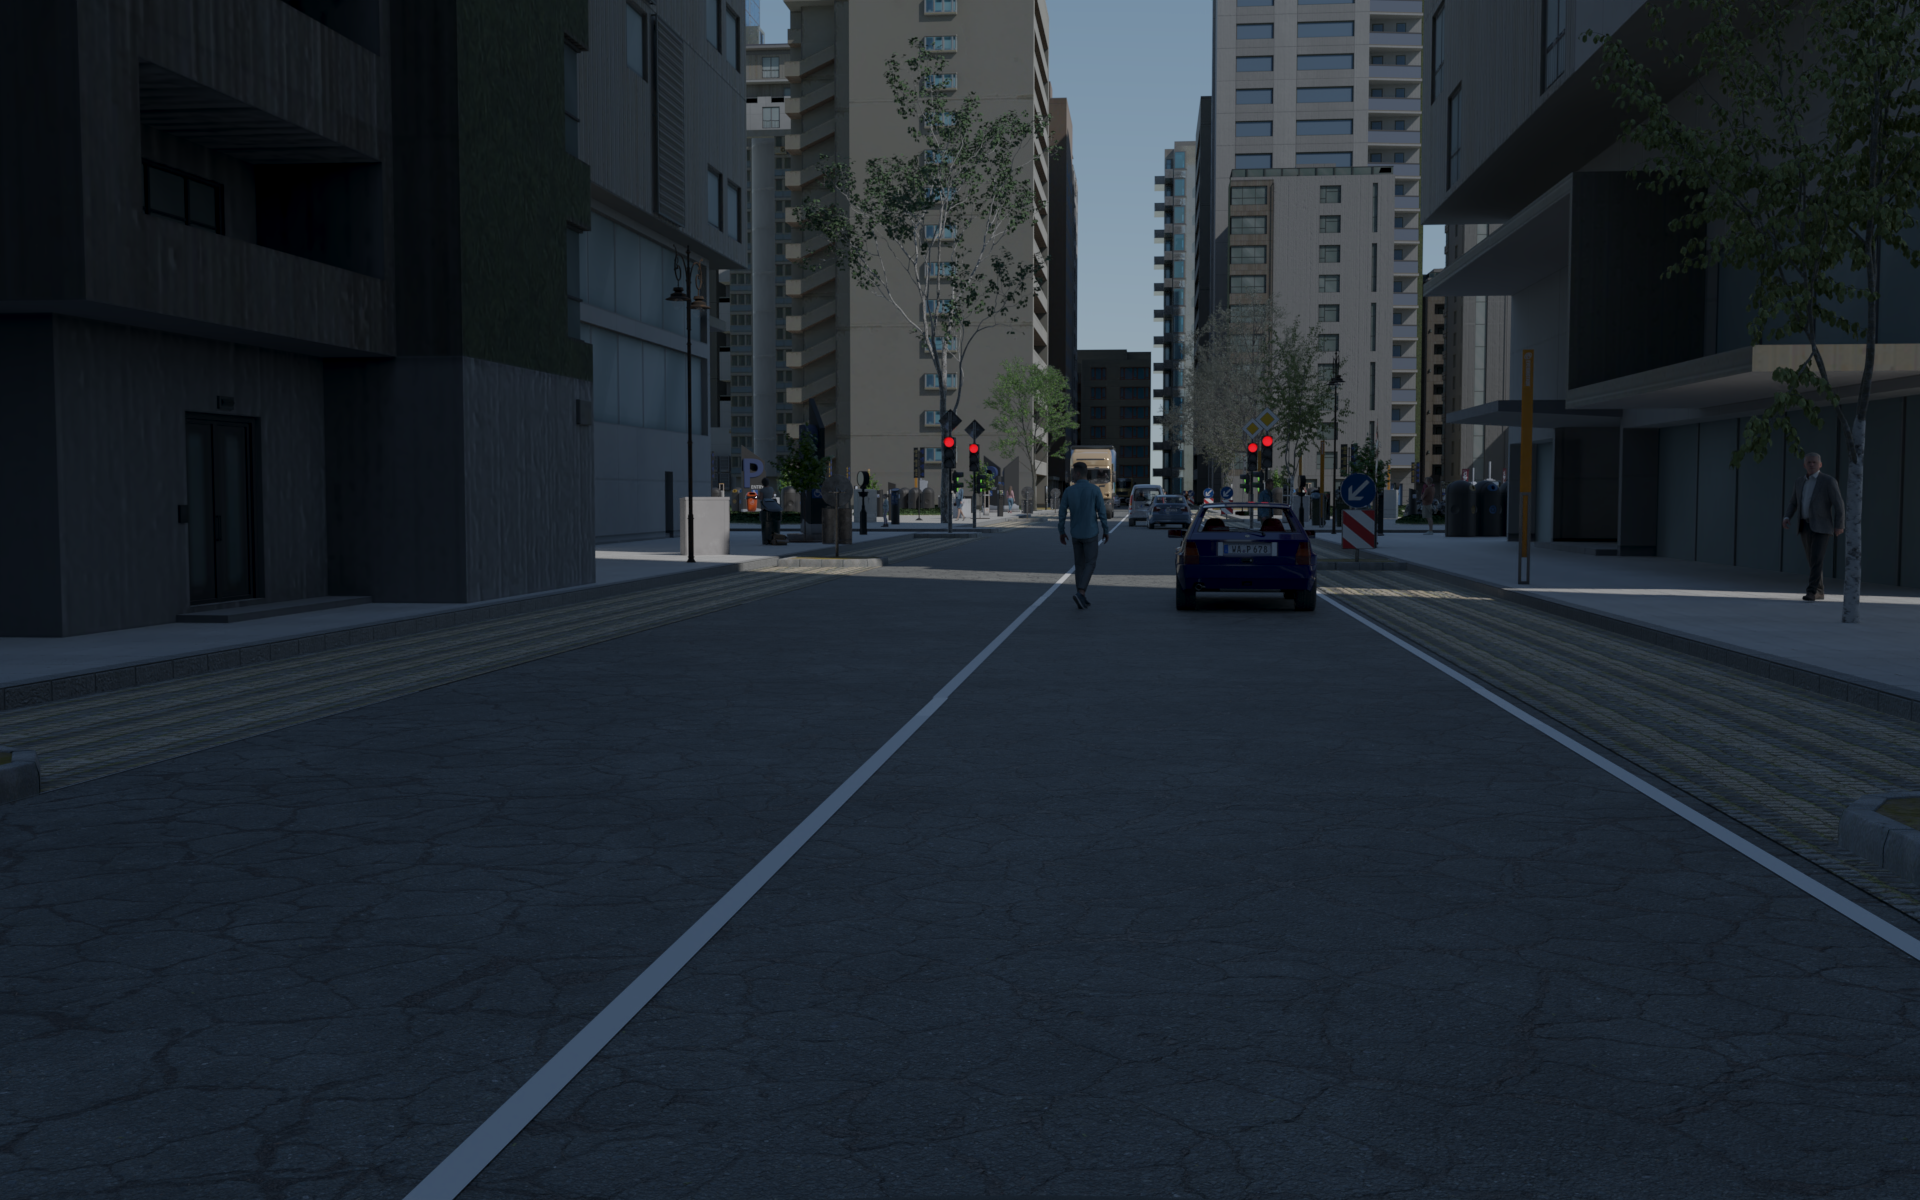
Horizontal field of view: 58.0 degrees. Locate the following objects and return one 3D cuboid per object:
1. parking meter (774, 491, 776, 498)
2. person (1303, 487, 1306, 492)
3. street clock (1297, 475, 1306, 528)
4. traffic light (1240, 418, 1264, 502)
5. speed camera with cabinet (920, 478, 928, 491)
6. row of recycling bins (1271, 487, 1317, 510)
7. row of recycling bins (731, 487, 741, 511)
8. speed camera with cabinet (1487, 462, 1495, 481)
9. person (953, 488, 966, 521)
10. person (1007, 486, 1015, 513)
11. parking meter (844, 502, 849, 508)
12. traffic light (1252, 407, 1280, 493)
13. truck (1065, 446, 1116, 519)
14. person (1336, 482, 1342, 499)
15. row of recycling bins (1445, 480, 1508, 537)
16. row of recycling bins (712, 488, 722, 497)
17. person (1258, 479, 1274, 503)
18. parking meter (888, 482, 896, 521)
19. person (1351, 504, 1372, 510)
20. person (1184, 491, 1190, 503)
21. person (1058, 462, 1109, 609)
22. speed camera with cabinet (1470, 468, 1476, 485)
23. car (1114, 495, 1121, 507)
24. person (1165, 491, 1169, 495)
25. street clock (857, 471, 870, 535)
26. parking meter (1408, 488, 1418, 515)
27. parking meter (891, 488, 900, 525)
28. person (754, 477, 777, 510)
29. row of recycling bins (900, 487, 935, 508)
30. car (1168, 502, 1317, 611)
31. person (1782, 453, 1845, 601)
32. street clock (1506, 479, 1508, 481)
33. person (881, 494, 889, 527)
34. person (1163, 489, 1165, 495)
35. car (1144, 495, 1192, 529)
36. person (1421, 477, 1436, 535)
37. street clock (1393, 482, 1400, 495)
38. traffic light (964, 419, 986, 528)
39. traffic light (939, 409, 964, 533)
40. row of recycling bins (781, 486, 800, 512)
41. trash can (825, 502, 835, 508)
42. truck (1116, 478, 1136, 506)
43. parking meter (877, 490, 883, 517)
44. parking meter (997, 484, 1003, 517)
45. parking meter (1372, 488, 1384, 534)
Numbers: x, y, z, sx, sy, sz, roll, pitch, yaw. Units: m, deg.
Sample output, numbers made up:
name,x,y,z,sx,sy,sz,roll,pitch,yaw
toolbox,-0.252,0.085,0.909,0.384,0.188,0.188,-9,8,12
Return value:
name,x,y,z,sx,sy,sz,roll,pitch,yaw
parking meter,-15.055,-8.057,140.145,0.372,1.533,0.369,0,3,0
person,18.776,-5.415,95.060,0.515,1.767,0.782,1,4,11
street clock,13.088,-3.779,66.353,0.358,2.002,0.471,0,4,-1
traffic light,10.763,-4.588,63.937,0.839,4.253,0.868,0,4,6
speed camera with cabinet,-2.417,-7.256,112.971,0.660,3.252,2.038,0,4,2
row of recycling bins,20.265,-5.977,104.843,3.534,1.692,1.069,-2,4,-31
row of recycling bins,-13.033,-6.077,106.472,1.069,1.692,3.534,-2,4,-31
speed camera with cabinet,32.996,-6.805,105.593,2.038,3.252,0.660,1,4,16
person,0.010,-4.714,83.142,0.654,1.822,0.581,-1,4,-20
person,3.383,-6.687,115.379,0.555,1.821,0.388,1,4,9
parking meter,-8.473,-7.379,129.056,0.372,1.533,0.369,0,3,0
traffic light,9.894,-4.103,55.999,0.839,4.253,0.868,0,4,6
truck,7.889,-6.948,102.511,2.839,4.237,11.283,0,4,6
person,15.189,-3.836,69.113,0.623,1.781,0.721,1,4,14
row of recycling bins,16.226,-2.759,52.222,3.534,1.692,1.069,-1,4,-17
row of recycling bins,-17.363,-6.610,115.188,3.534,1.692,1.069,2,4,28
person,6.959,-1.875,39.508,0.601,1.785,0.444,-3,5,-44
parking meter,-3.255,-4.762,83.562,0.399,1.863,0.255,1,4,9
person,10.955,-2.505,47.339,0.444,1.785,0.601,-1,4,-18
person,19.843,-8.739,152.213,0.721,1.723,1.217,-2,4,-25
person,1.509,-0.825,21.849,0.638,1.841,0.748,2,4,30
speed camera with cabinet,39.210,-8.384,131.422,2.038,3.252,0.660,-3,4,-36
car,16.344,-10.663,186.700,2.083,1.381,4.827,0,4,5
person,21.600,-10.499,181.084,0.541,1.710,0.530,-1,4,-17
street clock,-3.043,-3.054,54.509,0.358,2.002,0.471,-2,4,-31
parking meter,31.190,-6.785,119.346,0.372,1.533,0.369,0,3,0
parking meter,-2.725,-3.952,73.020,0.372,1.533,0.369,0,3,0
person,-5.778,-2.776,51.791,0.532,1.782,0.716,3,5,45
row of recycling bins,-3.044,-6.140,107.505,3.534,1.692,1.069,3,4,38
car,3.688,-0.614,22.627,1.945,1.354,3.894,0,4,7
person,10.183,-0.874,20.728,0.834,1.777,0.661,-3,5,-41
street clock,24.450,-4.418,76.812,0.471,2.002,0.358,0,4,-6
person,-2.916,-3.487,67.332,0.394,1.301,0.425,-1,4,-23
person,13.631,-6.614,117.032,0.834,1.777,0.661,1,4,16
car,8.687,-3.676,72.108,2.014,1.417,4.499,0,4,5
person,14.813,-2.984,54.798,0.573,1.828,0.580,-1,4,-15
street clock,26.763,-6.217,106.210,0.358,2.002,0.471,0,4,-7
traffic light,0.561,-4.655,65.034,0.839,4.253,0.868,0,4,6
traffic light,-0.308,-4.170,57.096,0.839,4.253,0.868,0,4,6
row of recycling bins,-8.454,-5.073,90.050,1.069,1.692,3.534,1,4,14
trash can,-4.321,-2.775,57.022,0.748,1.137,0.748,0,3,0
truck,19.800,-13.211,211.929,3.469,3.379,9.791,0,4,6
parking meter,-4.457,-5.374,96.277,0.372,1.533,0.369,0,3,0
parking meter,2.281,-5.647,98.047,0.255,1.863,0.399,-1,4,-20
parking meter,13.342,-3.026,55.193,0.255,1.863,0.399,0,4,1
